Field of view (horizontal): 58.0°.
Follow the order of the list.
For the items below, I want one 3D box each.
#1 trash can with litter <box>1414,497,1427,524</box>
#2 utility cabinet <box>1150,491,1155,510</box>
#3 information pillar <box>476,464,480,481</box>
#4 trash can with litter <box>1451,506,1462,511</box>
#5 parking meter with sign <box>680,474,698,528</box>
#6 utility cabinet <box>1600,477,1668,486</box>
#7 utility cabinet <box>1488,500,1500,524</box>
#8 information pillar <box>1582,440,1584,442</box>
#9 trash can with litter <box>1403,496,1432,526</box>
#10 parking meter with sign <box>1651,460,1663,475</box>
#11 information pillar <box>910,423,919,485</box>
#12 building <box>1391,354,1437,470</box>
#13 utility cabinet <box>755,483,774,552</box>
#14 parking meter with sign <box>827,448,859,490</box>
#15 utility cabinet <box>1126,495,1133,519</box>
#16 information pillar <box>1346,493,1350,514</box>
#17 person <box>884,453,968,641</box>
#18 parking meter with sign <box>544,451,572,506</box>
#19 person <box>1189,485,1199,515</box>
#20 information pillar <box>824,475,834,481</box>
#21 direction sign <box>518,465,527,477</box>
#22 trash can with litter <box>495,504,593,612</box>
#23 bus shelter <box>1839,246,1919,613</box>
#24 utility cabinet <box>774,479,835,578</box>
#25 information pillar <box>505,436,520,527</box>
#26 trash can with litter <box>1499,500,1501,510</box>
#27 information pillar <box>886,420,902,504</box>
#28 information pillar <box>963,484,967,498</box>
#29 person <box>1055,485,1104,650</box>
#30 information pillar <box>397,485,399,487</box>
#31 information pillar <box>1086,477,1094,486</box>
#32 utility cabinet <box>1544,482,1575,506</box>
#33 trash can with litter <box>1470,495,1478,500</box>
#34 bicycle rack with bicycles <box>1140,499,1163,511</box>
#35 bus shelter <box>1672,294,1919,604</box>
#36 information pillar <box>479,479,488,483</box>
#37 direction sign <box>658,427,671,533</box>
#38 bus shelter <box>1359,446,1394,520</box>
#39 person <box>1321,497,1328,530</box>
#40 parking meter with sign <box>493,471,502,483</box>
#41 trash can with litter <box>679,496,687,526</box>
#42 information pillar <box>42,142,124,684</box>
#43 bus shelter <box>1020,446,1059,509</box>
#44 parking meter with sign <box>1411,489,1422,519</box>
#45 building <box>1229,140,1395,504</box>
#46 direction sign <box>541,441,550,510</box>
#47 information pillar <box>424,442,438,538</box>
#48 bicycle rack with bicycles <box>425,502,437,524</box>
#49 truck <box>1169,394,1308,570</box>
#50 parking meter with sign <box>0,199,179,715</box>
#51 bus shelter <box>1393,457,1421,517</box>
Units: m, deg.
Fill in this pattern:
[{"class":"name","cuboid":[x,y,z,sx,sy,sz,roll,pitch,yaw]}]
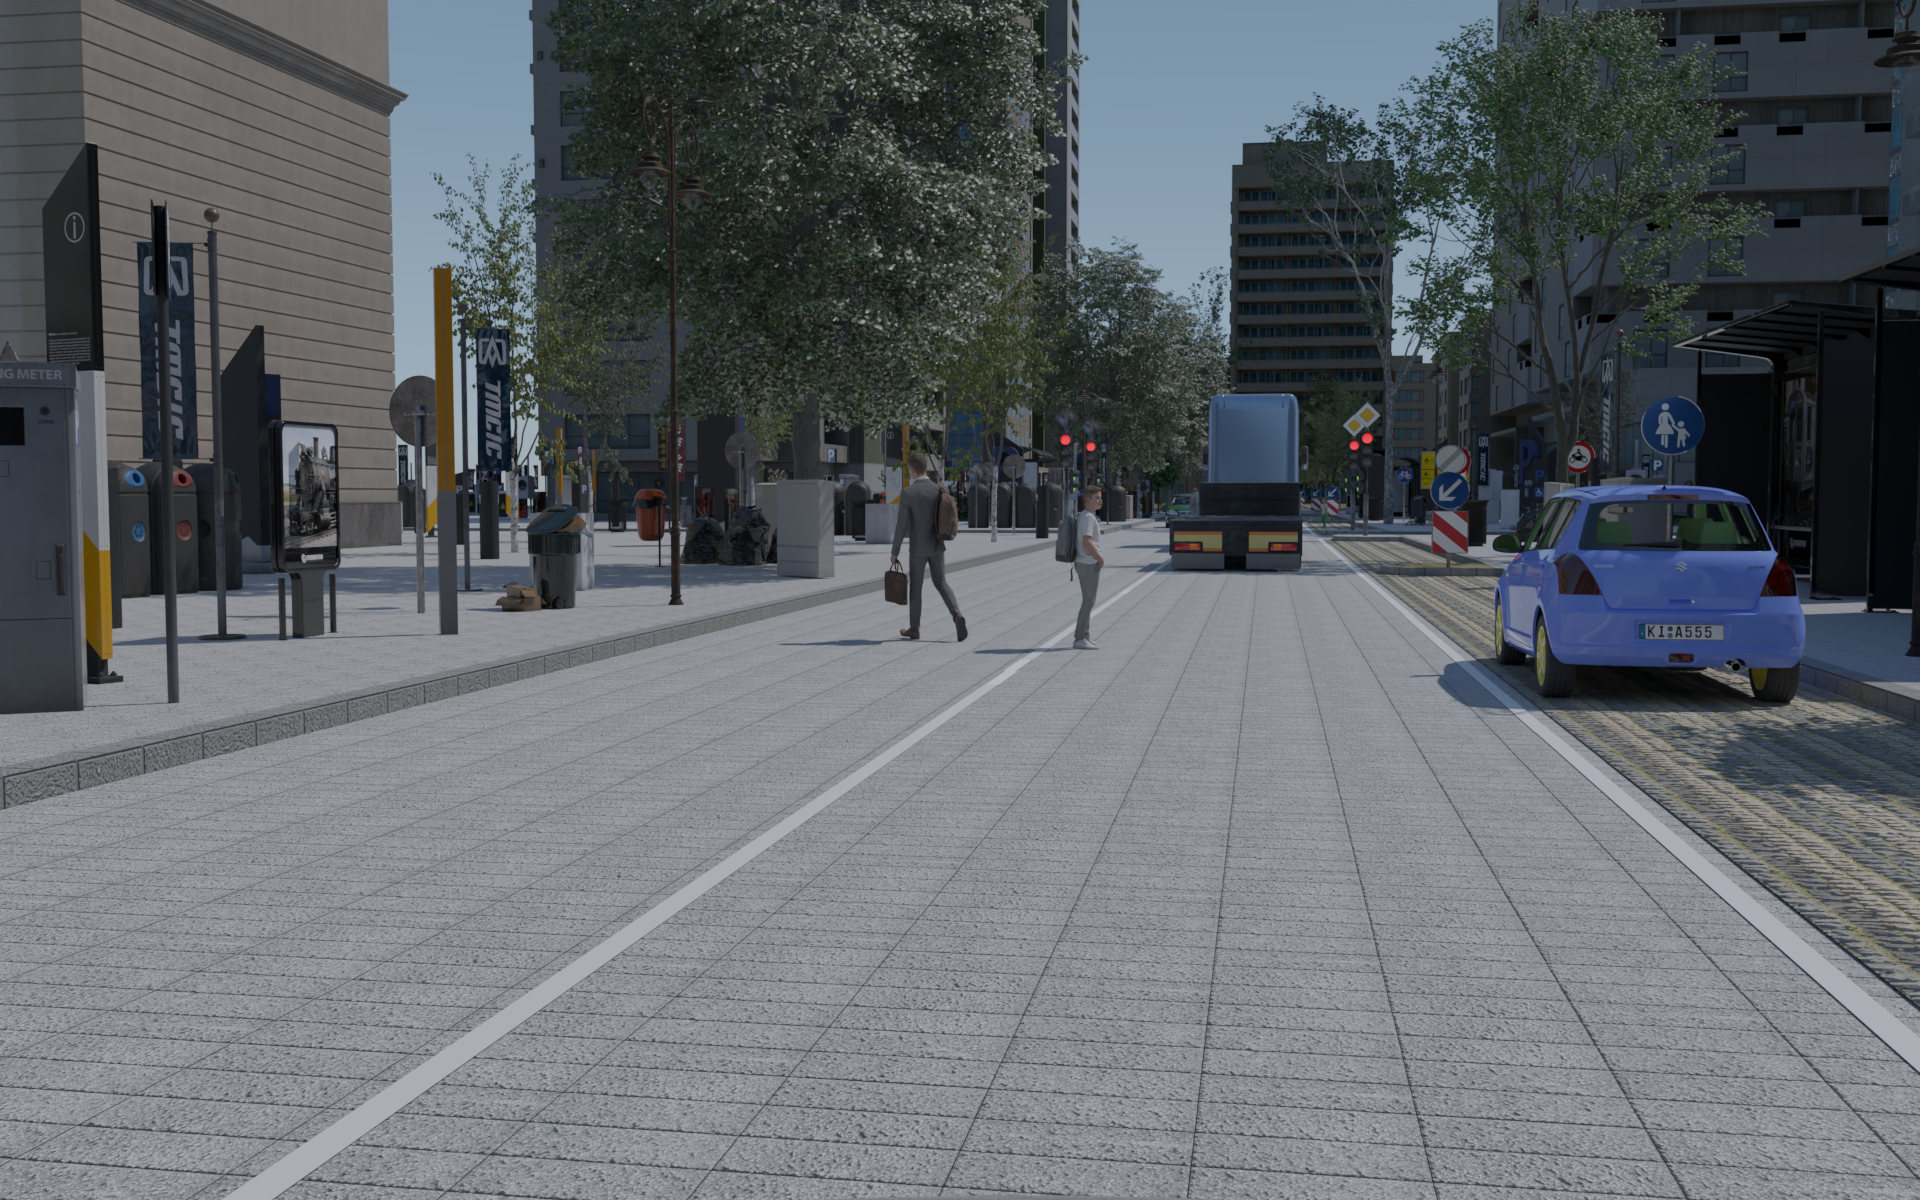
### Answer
[{"class":"trash can with litter","cuboid":[19.294,-3.756,72.791,0.624,1.170,1.055,1,4,15]},{"class":"utility cabinet","cuboid":[14.890,-7.697,134.528,0.318,1.500,1.173,1,4,12]},{"class":"information pillar","cuboid":[-37.190,-8.719,133.914,0.504,3.616,0.183,0,4,6]},{"class":"trash can with litter","cuboid":[14.846,-2.424,51.015,0.624,1.170,1.055,-1,4,-9]},{"class":"parking meter with sign","cuboid":[-9.819,-4.283,66.286,1.738,3.016,0.543,-2,4,-25]},{"class":"utility cabinet","cuboid":[9.166,-0.910,23.558,1.173,1.500,0.318,-2,4,-35]},{"class":"utility cabinet","cuboid":[22.723,-3.855,74.188,1.020,1.237,0.306,-3,5,-43]},{"class":"information pillar","cuboid":[26.777,-5.095,74.652,0.183,3.616,0.504,1,4,9]},{"class":"trash can with litter","cuboid":[19.014,-3.635,70.496,2.233,1.210,1.678,0,4,1]},{"class":"parking meter with sign","cuboid":[35.428,-5.662,88.831,0.543,3.016,1.738,0,4,2]},{"class":"information pillar","cuboid":[-1.557,-3.983,56.477,0.504,3.616,0.183,-2,4,-26]},{"class":"building","cuboid":[73.851,-24.165,240.130,28.899,21.520,27.650,1,4,10]},{"class":"utility cabinet","cuboid":[-3.460,-1.562,34.214,1.173,1.500,0.318,1,4,20]},{"class":"parking meter with sign","cuboid":[-4.253,-4.313,66.781,1.738,3.016,0.543,-3,5,-39]},{"class":"utility cabinet","cuboid":[8.353,-4.737,88.609,1.020,1.237,0.306,3,5,42]},{"class":"information pillar","cuboid":[24.808,-6.488,110.572,0.304,2.012,0.304,0,4,3]},{"class":"person","cuboid":[-0.331,-0.517,16.910,0.622,1.834,0.822,-3,4,-38]},{"class":"parking meter with sign","cuboid":[-16.035,-4.531,70.339,0.543,3.016,1.738,2,4,33]},{"class":"person","cuboid":[9.652,-3.793,70.791,0.678,1.792,0.850,2,4,26]},{"class":"information pillar","cuboid":[-5.124,-3.868,67.731,0.304,2.012,0.304,-2,4,-24]},{"class":"direction sign","cuboid":[-33.768,-8.680,133.916,0.379,3.537,0.876,3,5,44]},{"class":"trash can with litter","cuboid":[-4.619,-0.479,19.216,0.624,1.170,1.055,2,4,27]},{"class":"bus shelter","cuboid":[9.798,-1.490,15.642,1.731,3.624,6.357,1,4,10]},{"class":"utility cabinet","cuboid":[-2.371,-1.098,26.636,0.318,1.500,1.173,-3,4,-38]},{"class":"information pillar","cuboid":[-17.214,-4.600,66.566,0.504,3.616,0.183,-3,4,-38]},{"class":"trash can with litter","cuboid":[28.707,-4.970,92.642,0.624,1.170,1.055,2,4,35]},{"class":"information pillar","cuboid":[-2.023,-3.745,52.592,0.504,3.616,0.183,0,4,3]},{"class":"information pillar","cuboid":[0.365,-7.400,125.484,0.304,2.012,0.304,1,4,9]},{"class":"person","cuboid":[1.172,-0.302,16.034,0.523,1.515,0.503,-3,4,-38]},{"class":"information pillar","cuboid":[-43.726,-7.995,135.208,0.304,2.012,0.304,-2,4,-25]},{"class":"information pillar","cuboid":[5.462,-4.187,72.948,0.304,2.012,0.304,1,4,9]},{"class":"utility cabinet","cuboid":[11.283,-1.463,32.597,0.318,1.500,1.173,2,4,32]},{"class":"trash can with litter","cuboid":[30.306,-5.623,102.996,1.678,1.210,2.233,-3,5,-40]},{"class":"bicycle rack with bicycles","cuboid":[14.087,-6.899,126.175,2.852,0.926,2.925,2,4,29]},{"class":"bus shelter","cuboid":[11.390,-1.993,23.876,1.731,3.624,6.357,1,4,10]},{"class":"information pillar","cuboid":[-22.679,-4.772,82.521,0.304,2.012,0.304,-3,5,-44]},{"class":"direction sign","cuboid":[-9.644,-4.001,57.412,0.876,3.537,0.379,2,4,29]},{"class":"bus shelter","cuboid":[20.884,-5.884,87.483,1.731,3.624,6.357,1,4,10]},{"class":"person","cuboid":[14.528,-3.440,69.000,0.306,1.304,0.590,2,4,31]},{"class":"parking meter with sign","cuboid":[-27.769,-6.510,102.699,0.543,3.016,1.738,1,4,9]},{"class":"trash can with litter","cuboid":[-10.951,-3.605,69.996,1.678,1.210,2.233,1,4,12]},{"class":"information pillar","cuboid":[-5.979,-1.247,11.748,0.504,3.616,0.183,2,4,26]},{"class":"bus shelter","cuboid":[2.981,-4.995,75.586,2.014,3.302,5.546,1,4,10]},{"class":"parking meter with sign","cuboid":[24.093,-5.673,89.011,1.738,3.016,0.543,2,4,33]},{"class":"building","cuboid":[48.372,-37.707,240.218,21.600,48.544,21.300,1,4,10]},{"class":"direction sign","cuboid":[-17.864,-5.057,74.686,0.379,3.537,0.876,-3,4,-38]},{"class":"information pillar","cuboid":[-15.534,-3.647,50.988,0.183,3.616,0.504,2,4,34]},{"class":"bicycle rack with bicycles","cuboid":[-23.118,-3.742,74.568,2.852,0.926,2.925,0,4,3]},{"class":"truck","cuboid":[6.808,-3.132,40.966,2.967,4.110,18.799,1,4,11]},{"class":"parking meter with sign","cuboid":[-5.589,-0.854,10.221,1.738,3.016,0.543,-1,4,-23]},{"class":"bus shelter","cuboid":[24.464,-6.250,96.119,2.014,3.302,5.546,1,4,10]}]
